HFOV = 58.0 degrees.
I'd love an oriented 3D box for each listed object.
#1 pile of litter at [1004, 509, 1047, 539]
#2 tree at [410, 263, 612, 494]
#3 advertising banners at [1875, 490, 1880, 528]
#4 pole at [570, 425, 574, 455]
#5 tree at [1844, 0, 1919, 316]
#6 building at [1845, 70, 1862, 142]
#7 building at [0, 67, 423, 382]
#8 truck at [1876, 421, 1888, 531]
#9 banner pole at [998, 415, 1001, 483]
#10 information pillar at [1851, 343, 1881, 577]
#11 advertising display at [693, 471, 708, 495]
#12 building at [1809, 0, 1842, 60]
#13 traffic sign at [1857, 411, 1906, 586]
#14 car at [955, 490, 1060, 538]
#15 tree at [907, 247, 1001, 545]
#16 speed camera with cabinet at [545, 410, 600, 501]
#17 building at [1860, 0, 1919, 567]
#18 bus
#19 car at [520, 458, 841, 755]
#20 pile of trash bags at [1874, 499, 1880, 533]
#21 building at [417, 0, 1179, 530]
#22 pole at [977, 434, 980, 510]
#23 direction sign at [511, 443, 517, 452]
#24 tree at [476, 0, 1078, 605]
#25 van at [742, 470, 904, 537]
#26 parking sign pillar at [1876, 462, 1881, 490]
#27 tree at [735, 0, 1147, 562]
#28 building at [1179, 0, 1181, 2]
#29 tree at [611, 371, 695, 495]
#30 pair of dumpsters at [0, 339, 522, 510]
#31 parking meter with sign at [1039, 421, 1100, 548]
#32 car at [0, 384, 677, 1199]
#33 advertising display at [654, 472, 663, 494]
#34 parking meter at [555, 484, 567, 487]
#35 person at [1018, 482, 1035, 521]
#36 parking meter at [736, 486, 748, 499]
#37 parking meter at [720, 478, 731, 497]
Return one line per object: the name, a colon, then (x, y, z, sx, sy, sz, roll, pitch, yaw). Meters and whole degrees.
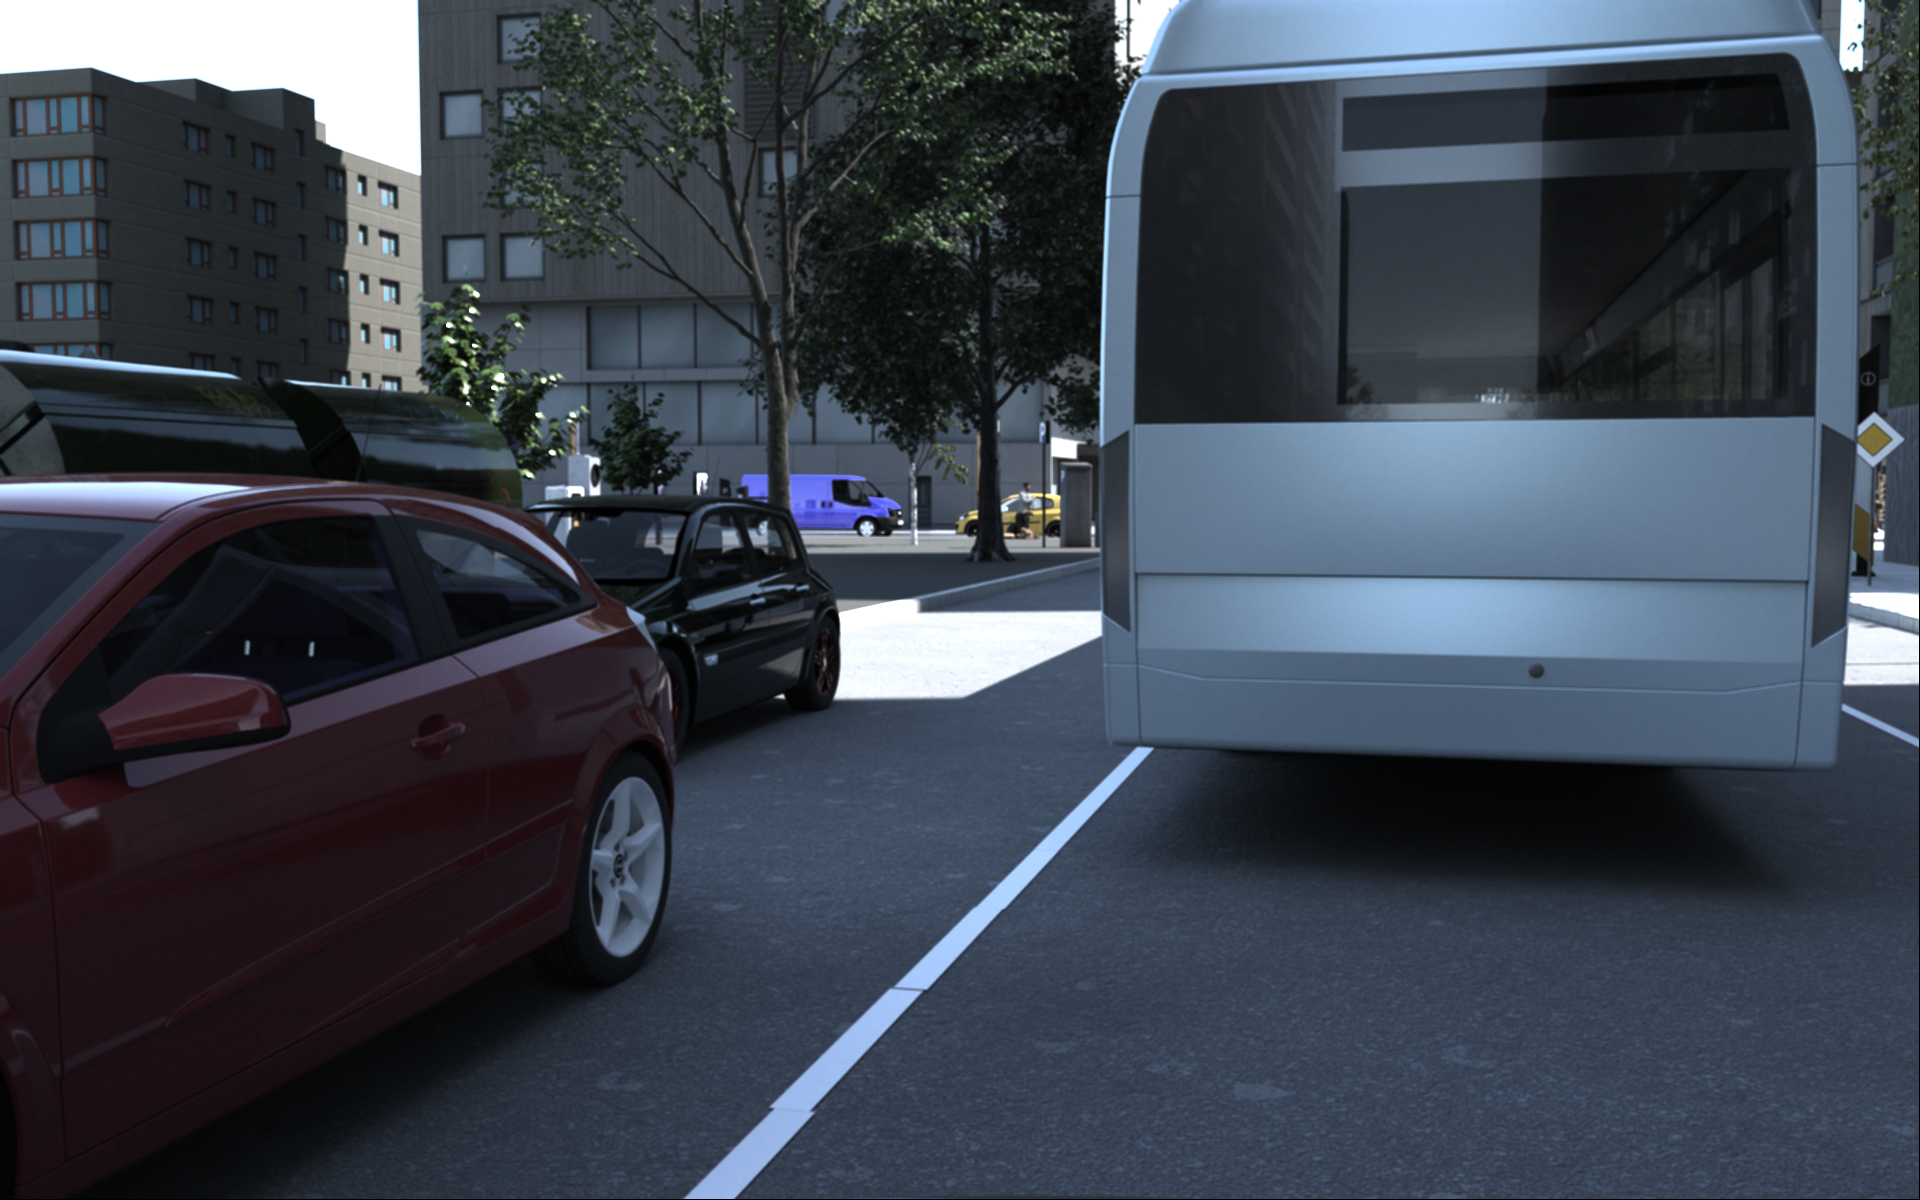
pile of litter: (1.701, -2.191, 49.793, 1.176, 0.858, 1.719, -3, 5, -39)
tree: (-4.187, -1.216, 14.477, 1.663, 3.219, 1.824, 0, 3, 0)
advertising banners: (34.812, -4.255, 65.764, 0.090, 3.025, 2.074, -3, 5, -42)
pole: (-10.887, -3.367, 48.893, 0.158, 3.312, 0.155, 0, 3, 0)
tree: (12.239, -4.280, 20.334, 4.737, 8.622, 4.395, 0, 3, 0)
building: (91.796, -32.428, 180.311, 14.200, 45.320, 14.600, 1, 4, 14)
building: (-45.766, -14.815, 87.272, 28.899, 21.520, 27.650, 1, 4, 14)
truck: (30.473, -3.543, 46.834, 11.283, 4.237, 2.839, 1, 4, 12)
banner pole: (0.861, -3.544, 47.956, 0.401, 3.779, 0.863, 3, 5, 42)
information pillar: (14.035, -2.179, 26.988, 0.504, 3.616, 0.183, 2, 4, 32)
advertising display: (-7.453, -2.727, 49.798, 0.123, 1.923, 0.974, 1, 4, 11)
building: (53.574, -42.440, 132.139, 20.563, 71.187, 20.611, 1, 4, 14)
traffic sign: (12.726, -1.406, 24.179, 0.795, 2.450, 0.064, 1, 4, 23)
car: (1.820, -2.708, 54.493, 3.980, 1.641, 2.015, 1, 4, 14)
tree: (-0.967, -5.661, 42.924, 4.737, 8.622, 4.395, 0, 3, 0)
speed camera with cabinet: (-9.000, -2.813, 40.336, 0.660, 3.252, 2.038, 1, 4, 9)
building: (24.726, -21.281, 31.542, 14.154, 41.232, 14.086, 1, 4, 14)
bus: (3.444, -1.078, 12.481, 2.948, 3.499, 13.247, 1, 4, 15)
car: (-2.039, -0.035, 10.360, 2.009, 1.686, 4.222, 1, 4, 14)
pile of trash bags: (29.633, -2.928, 57.631, 3.447, 1.369, 1.912, -3, 5, -44)
building: (-4.537, -29.696, 74.763, 28.713, 52.752, 27.495, 1, 4, 14)
pole: (0.673, -3.985, 59.005, 0.158, 3.312, 0.155, 0, 3, 0)
direction sign: (-16.196, -4.263, 61.692, 0.876, 3.537, 0.379, -1, 4, -19)
tree: (-2.132, -5.761, 19.946, 9.928, 11.665, 9.643, 0, 3, 0)
van: (-4.432, -3.157, 55.996, 5.245, 2.365, 2.240, 1, 4, 14)
parking sign pillar: (48.478, -6.355, 92.370, 1.447, 3.967, 1.447, 1, 4, 20)
tree: (0.461, -7.093, 32.978, 9.611, 12.733, 9.660, 0, 3, 0)
building: (9.228, -28.038, 113.047, 22.147, 44.769, 28.867, 1, 4, 14)
tree: (-5.199, -2.002, 27.337, 1.663, 3.219, 1.824, 0, 3, 0)
pair of dumpsters: (-4.311, -0.471, 10.200, 1.574, 2.255, 4.437, 1, 4, 14)
parking meter with sign: (2.799, -2.769, 41.529, 1.738, 3.016, 0.543, -1, 4, -16)
car: (-2.161, 0.316, 3.877, 2.155, 1.783, 4.494, 1, 4, 14)
advertising display: (-7.650, -2.371, 43.986, 0.123, 1.923, 0.974, 0, 4, -2)
parking meter: (-10.058, -2.148, 43.539, 0.372, 1.533, 0.369, 0, 3, 0)
person: (2.032, -2.664, 52.234, 0.466, 1.800, 0.511, 1, 4, 22)
parking meter: (-6.579, -2.686, 52.321, 0.372, 1.533, 0.369, 0, 3, 0)
parking meter: (-8.455, -3.469, 62.430, 0.399, 1.863, 0.255, -1, 4, -12)
